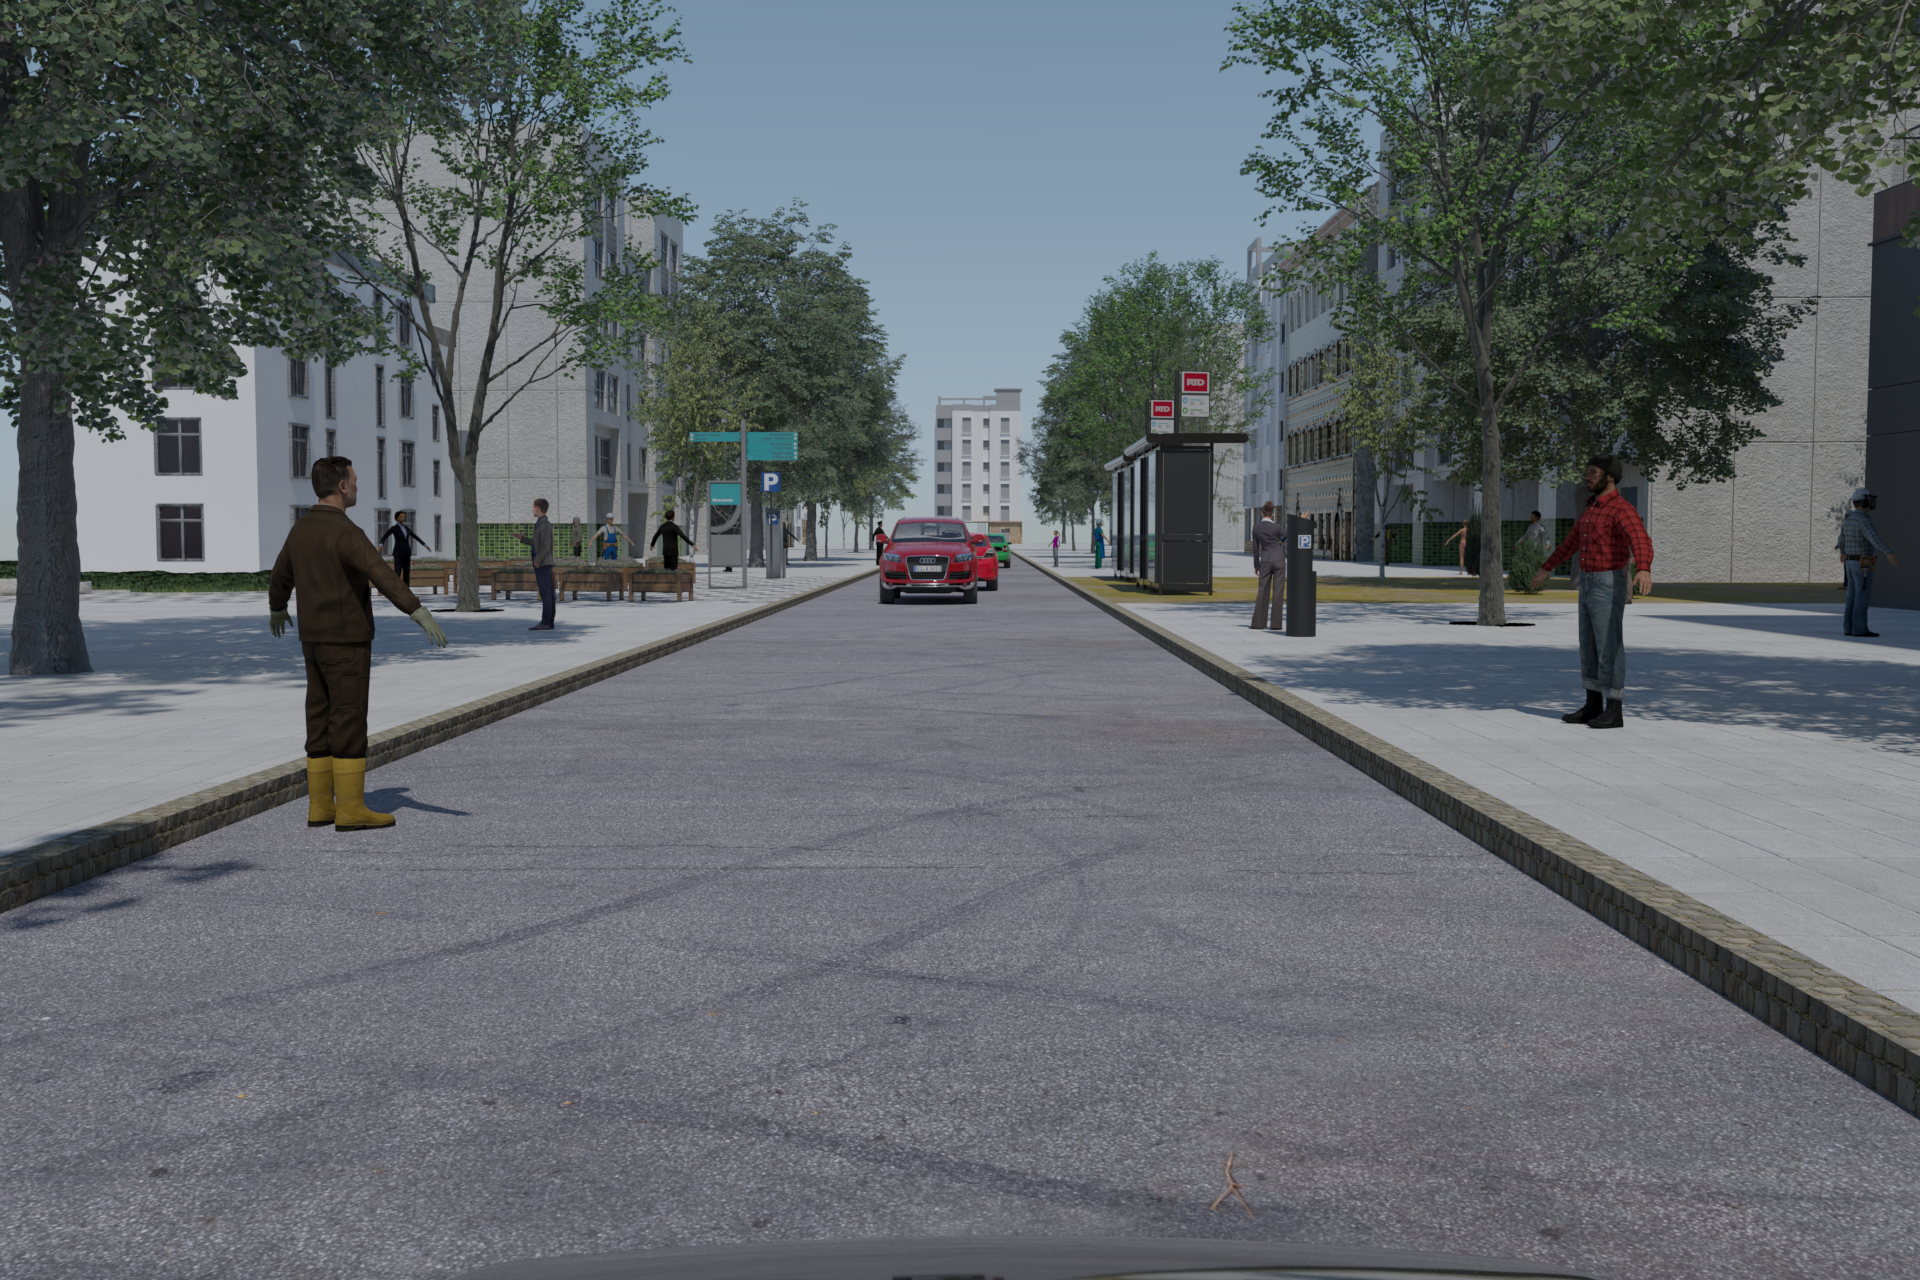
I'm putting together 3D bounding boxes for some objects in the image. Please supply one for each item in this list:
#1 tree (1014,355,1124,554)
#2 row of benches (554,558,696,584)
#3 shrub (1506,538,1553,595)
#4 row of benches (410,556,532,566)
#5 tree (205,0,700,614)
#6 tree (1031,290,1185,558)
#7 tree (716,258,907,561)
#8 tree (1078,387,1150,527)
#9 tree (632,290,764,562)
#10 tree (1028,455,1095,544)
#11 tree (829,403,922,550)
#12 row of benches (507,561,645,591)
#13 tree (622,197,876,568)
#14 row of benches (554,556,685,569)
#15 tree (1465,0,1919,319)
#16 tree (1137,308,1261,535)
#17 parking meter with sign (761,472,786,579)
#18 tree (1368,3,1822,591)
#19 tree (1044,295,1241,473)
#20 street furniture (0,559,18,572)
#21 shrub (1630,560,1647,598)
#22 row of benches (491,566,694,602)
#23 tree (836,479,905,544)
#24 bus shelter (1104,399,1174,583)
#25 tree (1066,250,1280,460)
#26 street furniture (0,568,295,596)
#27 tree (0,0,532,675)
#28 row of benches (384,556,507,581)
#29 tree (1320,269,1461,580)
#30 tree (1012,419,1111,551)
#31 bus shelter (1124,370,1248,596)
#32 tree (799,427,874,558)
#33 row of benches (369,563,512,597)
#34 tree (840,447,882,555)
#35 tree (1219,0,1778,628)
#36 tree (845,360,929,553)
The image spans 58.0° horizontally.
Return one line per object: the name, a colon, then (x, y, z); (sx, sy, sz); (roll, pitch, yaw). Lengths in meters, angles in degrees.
tree: (8.582, -12.311, 111.662); (12.009, 13.543, 11.850); (0, 3, 0)
row of benches: (-8.743, -1.747, 44.033); (4.104, 0.672, 1.422); (-2, 4, -32)
shrub: (12.064, -1.563, 36.680); (1.383, 1.207, 1.383); (0, 3, 0)
row of benches: (-13.819, -2.092, 49.660); (4.104, 0.672, 1.422); (-1, 4, -10)
tree: (-8.095, -6.255, 28.032); (9.928, 11.665, 9.643); (0, 3, 0)
tree: (8.446, -11.356, 92.326); (9.857, 13.997, 8.962); (0, 3, 0)
tree: (-7.070, -10.714, 81.826); (9.857, 13.997, 8.962); (0, 3, 0)
tree: (7.689, -7.947, 80.290); (4.360, 8.622, 3.978); (0, 3, 0)
tree: (-8.196, -6.295, 53.283); (4.737, 8.622, 4.395); (0, 3, 0)
tree: (13.642, -19.502, 225.505); (9.857, 13.997, 8.962); (0, 3, 0)
tree: (-6.863, -13.264, 134.996); (7.486, 12.596, 7.792); (0, 3, 0)
row of benches: (-8.860, -1.508, 40.125); (4.104, 0.672, 1.422); (2, 4, 35)
tree: (-7.882, -9.733, 65.783); (9.857, 13.997, 8.962); (0, 3, 0)
row of benches: (-9.791, -2.095, 49.720); (4.104, 0.672, 1.422); (-1, 4, -22)
tree: (6.704, -5.647, 10.460); (7.486, 12.596, 7.792); (0, 3, 0)
tree: (7.867, -6.493, 56.521); (4.360, 8.622, 3.978); (0, 3, 0)
parking meter with sign: (-5.317, -3.277, 49.835); (0.543, 3.016, 1.738); (0, 4, 2)
tree: (14.157, -8.105, 39.164); (9.857, 13.997, 8.962); (0, 3, 0)
tree: (7.489, -8.937, 71.878); (9.928, 11.665, 9.643); (0, 3, 0)
street furniture: (-31.441, -2.194, 51.506); (5.734, 0.657, 10.072); (0, 4, -1)
shrub: (13.156, -1.419, 34.320); (1.383, 1.207, 1.383); (0, 3, 0)
row of benches: (-7.169, -1.093, 33.340); (4.104, 0.672, 1.422); (1, 4, 14)
tree: (-11.848, -19.327, 226.370); (12.009, 13.543, 11.850); (0, 3, 0)
bus shelter: (5.311, -4.379, 49.223); (2.179, 5.291, 8.768); (0, 4, 0)
tree: (7.672, -8.357, 62.386); (9.928, 11.665, 9.643); (0, 3, 0)
street furniture: (-18.931, -1.419, 38.820); (10.072, 0.657, 5.734); (-1, 4, -23)
tree: (-8.561, -6.669, 15.695); (9.857, 13.997, 8.962); (0, 3, 0)
row of benches: (-14.028, -1.904, 46.585); (4.104, 0.672, 1.422); (-3, 5, -43)
tree: (11.868, -5.979, 48.124); (4.737, 8.622, 4.395); (0, 3, 0)
tree: (8.353, -11.967, 130.067); (8.767, 10.594, 7.601); (-3, 5, -43)
bus shelter: (5.015, -3.823, 40.146); (2.179, 5.291, 8.768); (0, 4, 1)
tree: (-6.887, -8.646, 91.716); (4.737, 8.622, 4.395); (0, 3, 0)
row of benches: (-11.450, -1.277, 36.337); (4.104, 0.672, 1.422); (-3, 5, -40)
tree: (-6.906, -9.460, 105.030); (4.737, 8.622, 4.395); (0, 3, 0)
tree: (7.350, -6.012, 24.053); (9.928, 11.665, 9.643); (0, 3, 0)
tree: (-6.926, -12.668, 117.497); (12.009, 13.543, 11.850); (0, 3, 0)
